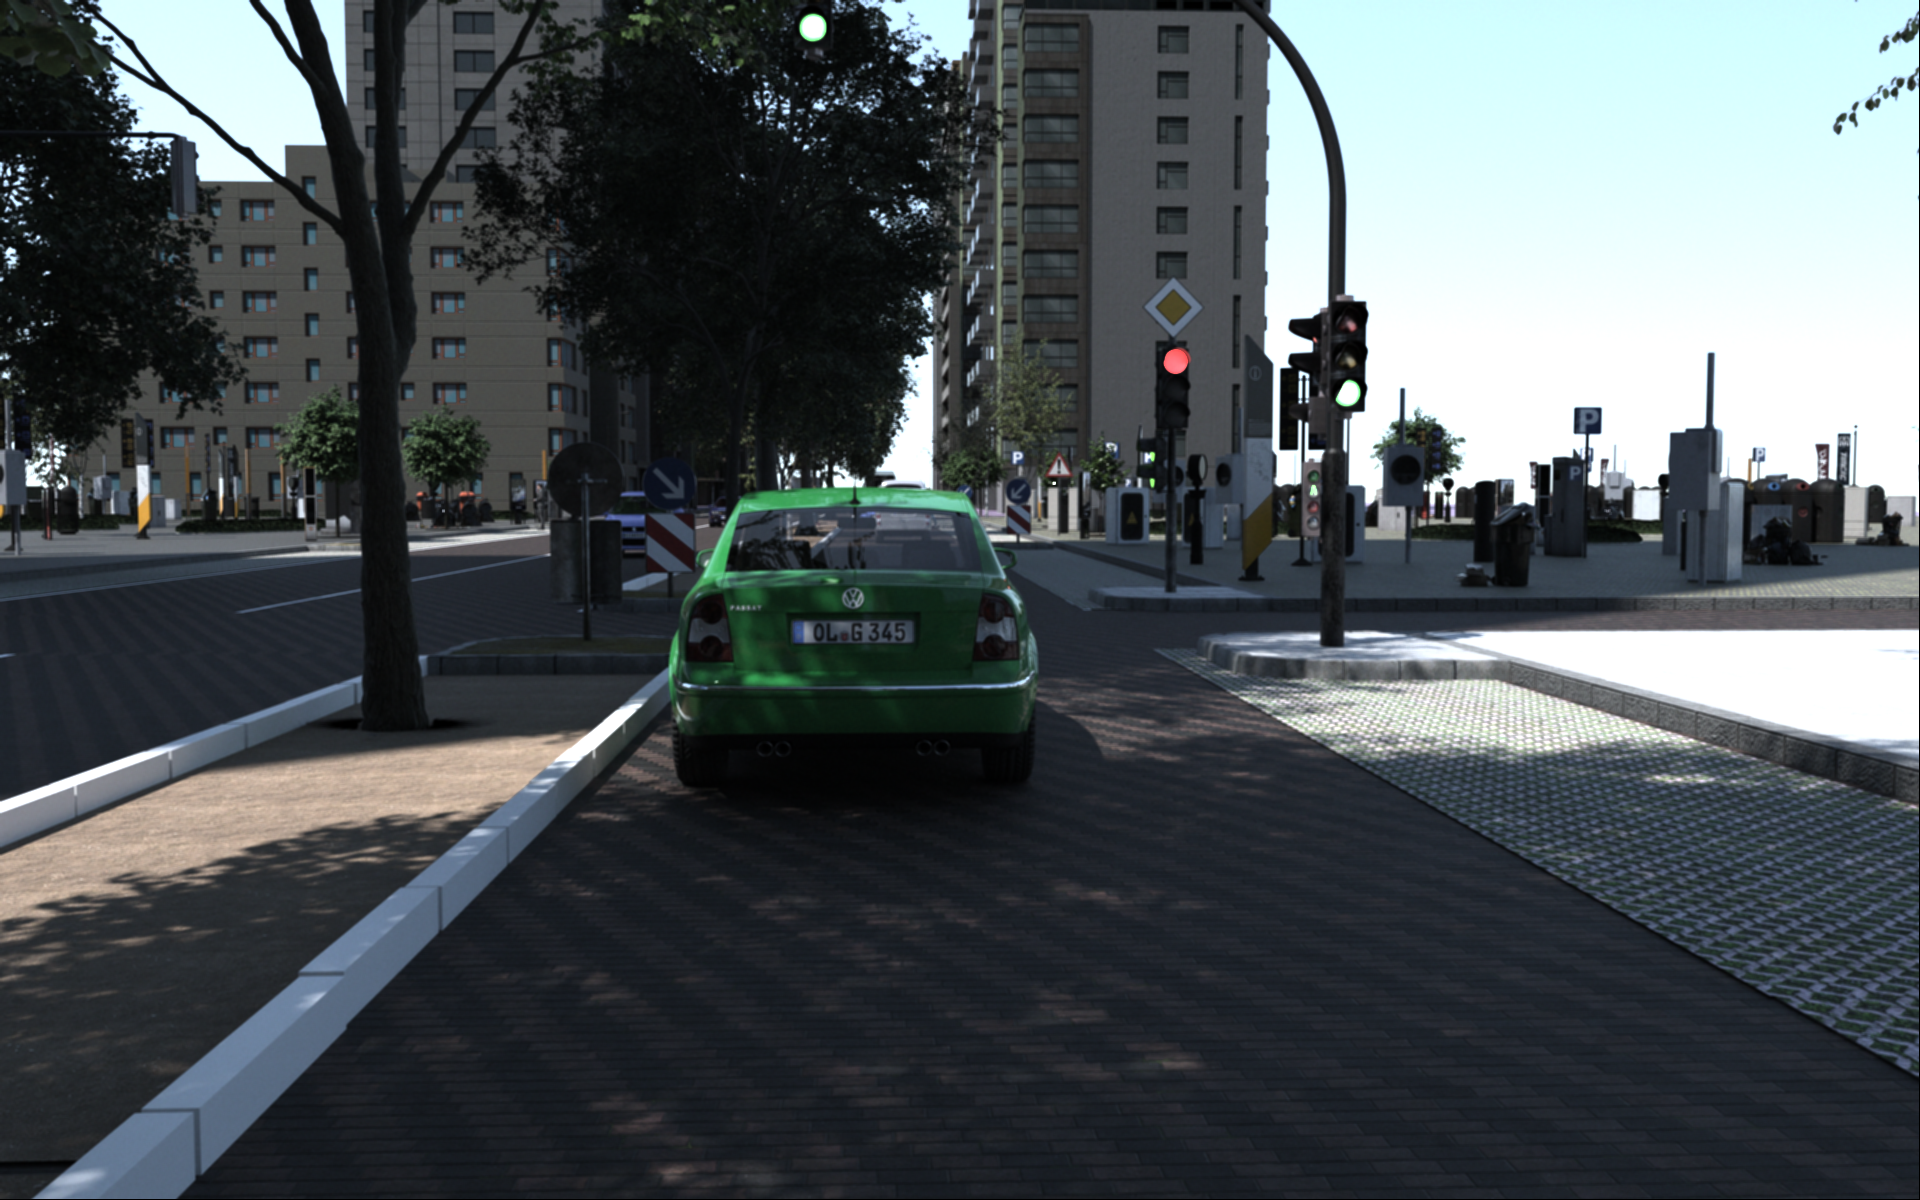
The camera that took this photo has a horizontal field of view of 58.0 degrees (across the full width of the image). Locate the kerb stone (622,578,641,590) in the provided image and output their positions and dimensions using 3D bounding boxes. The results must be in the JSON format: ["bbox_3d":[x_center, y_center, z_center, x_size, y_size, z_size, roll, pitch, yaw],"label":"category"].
[{"bbox_3d":[-4.790,-0.176,25.080,0.120,0.150,1.000,0,4,-3],"label":"kerb stone"}]

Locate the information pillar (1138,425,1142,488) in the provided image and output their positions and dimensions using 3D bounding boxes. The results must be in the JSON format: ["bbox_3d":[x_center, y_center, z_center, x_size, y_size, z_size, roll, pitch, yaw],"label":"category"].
[{"bbox_3d":[6.045,-4.091,58.247,0.183,3.616,0.504,1,4,11],"label":"information pillar"}]

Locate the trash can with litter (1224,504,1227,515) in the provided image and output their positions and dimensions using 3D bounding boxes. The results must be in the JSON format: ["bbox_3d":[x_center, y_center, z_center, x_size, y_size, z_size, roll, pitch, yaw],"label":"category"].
[{"bbox_3d":[9.113,-2.735,56.108,1.055,1.170,0.624,0,4,1],"label":"trash can with litter"}]

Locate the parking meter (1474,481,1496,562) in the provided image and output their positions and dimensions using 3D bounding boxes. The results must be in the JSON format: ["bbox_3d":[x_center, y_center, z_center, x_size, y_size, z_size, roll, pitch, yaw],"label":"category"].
[{"bbox_3d":[9.917,-1.488,32.738,0.372,1.533,0.369,0,3,0],"label":"parking meter"}]

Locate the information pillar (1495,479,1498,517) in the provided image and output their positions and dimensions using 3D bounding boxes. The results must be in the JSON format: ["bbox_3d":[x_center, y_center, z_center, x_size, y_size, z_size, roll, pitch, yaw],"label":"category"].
[{"bbox_3d":[26.046,-4.849,83.767,0.304,2.012,0.304,0,4,-1],"label":"information pillar"}]

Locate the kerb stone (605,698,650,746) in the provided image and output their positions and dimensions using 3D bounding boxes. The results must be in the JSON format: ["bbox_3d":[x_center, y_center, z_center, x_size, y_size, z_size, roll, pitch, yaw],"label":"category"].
[{"bbox_3d":[-1.979,0.731,10.277,0.120,0.150,1.000,0,4,-3],"label":"kerb stone"}]

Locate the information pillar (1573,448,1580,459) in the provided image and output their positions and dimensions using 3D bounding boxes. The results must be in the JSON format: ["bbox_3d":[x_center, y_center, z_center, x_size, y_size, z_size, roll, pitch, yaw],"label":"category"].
[{"bbox_3d":[31.349,-5.923,88.195,0.504,3.616,0.183,-2,4,-34],"label":"information pillar"}]

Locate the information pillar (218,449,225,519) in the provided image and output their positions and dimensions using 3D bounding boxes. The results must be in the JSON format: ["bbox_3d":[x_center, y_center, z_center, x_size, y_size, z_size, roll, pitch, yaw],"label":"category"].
[{"bbox_3d":[-38.316,-6.026,89.878,0.183,3.616,0.504,-3,5,-44],"label":"information pillar"}]

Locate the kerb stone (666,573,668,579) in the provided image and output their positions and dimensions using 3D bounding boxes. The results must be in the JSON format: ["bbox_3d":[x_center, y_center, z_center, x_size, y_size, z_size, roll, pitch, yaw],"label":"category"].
[{"bbox_3d":[-4.991,-0.423,29.174,0.120,0.150,1.000,0,4,-3],"label":"kerb stone"}]

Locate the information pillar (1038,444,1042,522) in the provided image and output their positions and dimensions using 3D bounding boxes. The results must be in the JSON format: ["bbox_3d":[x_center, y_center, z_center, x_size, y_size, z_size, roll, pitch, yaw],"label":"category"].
[{"bbox_3d":[3.715,-5.485,81.031,0.183,3.616,0.504,0,4,-4],"label":"information pillar"}]

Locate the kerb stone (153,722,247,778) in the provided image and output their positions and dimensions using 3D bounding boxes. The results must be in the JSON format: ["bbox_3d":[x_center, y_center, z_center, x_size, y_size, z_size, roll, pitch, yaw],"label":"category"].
[{"bbox_3d":[-4.027,0.797,9.161,0.120,0.150,1.000,0,4,-3],"label":"kerb stone"}]

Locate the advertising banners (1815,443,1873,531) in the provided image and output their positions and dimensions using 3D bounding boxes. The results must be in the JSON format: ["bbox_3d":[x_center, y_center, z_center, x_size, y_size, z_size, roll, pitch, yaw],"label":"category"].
[{"bbox_3d":[30.563,-3.900,59.954,2.074,3.025,0.090,0,4,-2],"label":"advertising banners"}]

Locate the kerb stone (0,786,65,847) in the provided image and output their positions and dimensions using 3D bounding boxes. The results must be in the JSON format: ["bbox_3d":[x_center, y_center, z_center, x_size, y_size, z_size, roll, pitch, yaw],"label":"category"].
[{"bbox_3d":[-3.930,0.922,7.119,0.120,0.150,1.000,0,4,-3],"label":"kerb stone"}]

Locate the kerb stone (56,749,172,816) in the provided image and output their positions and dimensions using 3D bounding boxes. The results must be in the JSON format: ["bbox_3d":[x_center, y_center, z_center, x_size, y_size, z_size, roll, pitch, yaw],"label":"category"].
[{"bbox_3d":[-3.982,0.860,8.140,0.120,0.150,1.000,0,4,-3],"label":"kerb stone"}]

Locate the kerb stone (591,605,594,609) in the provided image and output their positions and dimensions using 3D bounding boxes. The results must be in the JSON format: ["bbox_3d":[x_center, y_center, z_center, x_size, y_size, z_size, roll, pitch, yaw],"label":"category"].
[{"bbox_3d":[-4.652,0.011,22.011,0.120,0.150,1.000,0,4,-3],"label":"kerb stone"}]

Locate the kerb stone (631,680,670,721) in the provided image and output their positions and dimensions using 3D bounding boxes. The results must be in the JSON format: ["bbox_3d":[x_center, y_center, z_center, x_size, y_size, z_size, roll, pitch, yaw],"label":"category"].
[{"bbox_3d":[-2.034,0.666,11.314,0.120,0.150,1.000,0,4,-3],"label":"kerb stone"}]

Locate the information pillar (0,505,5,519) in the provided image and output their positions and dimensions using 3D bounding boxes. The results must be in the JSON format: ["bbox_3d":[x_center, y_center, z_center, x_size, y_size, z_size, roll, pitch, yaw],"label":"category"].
[{"bbox_3d":[-38.396,-4.770,69.348,0.183,3.616,0.504,-3,5,-44],"label":"information pillar"}]

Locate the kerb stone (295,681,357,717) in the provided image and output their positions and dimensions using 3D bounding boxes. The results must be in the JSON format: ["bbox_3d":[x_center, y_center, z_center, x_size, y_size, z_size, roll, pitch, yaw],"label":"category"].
[{"bbox_3d":[-4.136,0.674,11.219,0.120,0.150,1.000,0,4,-3],"label":"kerb stone"}]

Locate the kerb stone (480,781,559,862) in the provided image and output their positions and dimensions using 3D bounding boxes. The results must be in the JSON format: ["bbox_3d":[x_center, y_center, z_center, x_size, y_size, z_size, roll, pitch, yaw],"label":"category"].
[{"bbox_3d":[-1.831,0.921,7.200,0.120,0.150,1.000,0,4,-3],"label":"kerb stone"}]

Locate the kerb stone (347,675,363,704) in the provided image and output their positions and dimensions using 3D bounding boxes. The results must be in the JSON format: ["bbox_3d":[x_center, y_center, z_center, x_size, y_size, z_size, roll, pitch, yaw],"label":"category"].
[{"bbox_3d":[-4.174,0.609,12.247,0.120,0.150,1.000,0,4,-3],"label":"kerb stone"}]

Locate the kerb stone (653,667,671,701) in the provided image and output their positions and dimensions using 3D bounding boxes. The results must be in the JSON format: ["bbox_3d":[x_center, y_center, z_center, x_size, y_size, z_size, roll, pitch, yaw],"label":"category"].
[{"bbox_3d":[-2.084,0.604,12.343,0.120,0.150,1.000,0,4,-3],"label":"kerb stone"}]

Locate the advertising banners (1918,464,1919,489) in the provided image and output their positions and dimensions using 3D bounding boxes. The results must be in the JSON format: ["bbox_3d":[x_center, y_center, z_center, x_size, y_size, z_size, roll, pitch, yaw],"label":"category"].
[{"bbox_3d":[56.029,-6.337,99.800,0.090,3.025,2.074,-1,4,-18],"label":"advertising banners"}]

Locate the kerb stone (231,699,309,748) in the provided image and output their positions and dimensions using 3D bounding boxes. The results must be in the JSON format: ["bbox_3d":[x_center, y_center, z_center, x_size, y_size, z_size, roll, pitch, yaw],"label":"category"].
[{"bbox_3d":[-4.073,0.734,10.195,0.120,0.150,1.000,0,4,-3],"label":"kerb stone"}]

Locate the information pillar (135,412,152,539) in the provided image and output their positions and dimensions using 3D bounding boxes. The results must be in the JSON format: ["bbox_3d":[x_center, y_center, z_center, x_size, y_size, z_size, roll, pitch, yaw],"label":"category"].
[{"bbox_3d":[-23.269,-3.548,49.364,0.504,3.616,0.183,2,4,26],"label":"information pillar"}]

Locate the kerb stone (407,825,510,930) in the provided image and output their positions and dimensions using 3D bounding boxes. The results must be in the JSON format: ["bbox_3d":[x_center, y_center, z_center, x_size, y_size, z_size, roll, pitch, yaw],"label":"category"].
[{"bbox_3d":[-1.783,0.983,6.178,0.120,0.150,1.000,0,4,-3],"label":"kerb stone"}]

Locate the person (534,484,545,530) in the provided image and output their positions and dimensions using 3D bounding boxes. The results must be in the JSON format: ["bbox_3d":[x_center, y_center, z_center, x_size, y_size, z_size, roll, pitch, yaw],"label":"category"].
[{"bbox_3d":[-16.717,-3.703,68.852,0.447,1.846,0.655,-1,4,-9],"label":"person"}]

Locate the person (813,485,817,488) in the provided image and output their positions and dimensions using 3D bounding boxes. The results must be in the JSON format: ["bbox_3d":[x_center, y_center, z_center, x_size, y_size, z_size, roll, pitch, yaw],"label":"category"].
[{"bbox_3d":[-6.557,-4.266,78.259,0.555,1.821,0.388,-1,4,-22],"label":"person"}]

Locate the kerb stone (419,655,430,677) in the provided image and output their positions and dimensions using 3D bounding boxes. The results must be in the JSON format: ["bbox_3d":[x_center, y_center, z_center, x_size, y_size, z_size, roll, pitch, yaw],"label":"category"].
[{"bbox_3d":[-4.230,0.546,13.270,0.120,0.150,1.000,0,4,-3],"label":"kerb stone"}]

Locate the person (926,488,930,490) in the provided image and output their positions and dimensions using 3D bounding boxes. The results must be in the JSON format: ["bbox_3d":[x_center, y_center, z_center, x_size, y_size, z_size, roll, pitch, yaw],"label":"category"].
[{"bbox_3d":[-1.378,-4.199,77.988,0.563,1.720,0.643,-3,5,-44],"label":"person"}]

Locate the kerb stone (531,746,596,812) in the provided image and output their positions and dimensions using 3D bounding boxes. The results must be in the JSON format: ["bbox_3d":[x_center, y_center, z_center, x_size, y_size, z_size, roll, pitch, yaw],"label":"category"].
[{"bbox_3d":[-1.883,0.855,8.222,0.120,0.150,1.000,0,4,-3],"label":"kerb stone"}]

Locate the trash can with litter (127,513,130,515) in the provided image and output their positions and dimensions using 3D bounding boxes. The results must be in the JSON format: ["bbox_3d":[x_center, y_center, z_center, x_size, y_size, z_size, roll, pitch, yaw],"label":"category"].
[{"bbox_3d":[-41.209,-4.600,86.591,0.624,1.170,1.055,3,5,44],"label":"trash can with litter"}]

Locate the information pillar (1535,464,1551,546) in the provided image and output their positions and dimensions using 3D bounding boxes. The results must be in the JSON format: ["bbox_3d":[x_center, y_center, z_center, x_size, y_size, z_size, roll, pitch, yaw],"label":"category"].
[{"bbox_3d":[14.334,-2.332,42.622,0.304,2.012,0.304,0,4,3],"label":"information pillar"}]

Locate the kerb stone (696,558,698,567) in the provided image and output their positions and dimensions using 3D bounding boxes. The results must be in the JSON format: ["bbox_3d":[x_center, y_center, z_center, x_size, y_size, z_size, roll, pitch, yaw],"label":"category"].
[{"bbox_3d":[-5.286,-0.798,35.315,0.120,0.150,1.000,0,4,-3],"label":"kerb stone"}]

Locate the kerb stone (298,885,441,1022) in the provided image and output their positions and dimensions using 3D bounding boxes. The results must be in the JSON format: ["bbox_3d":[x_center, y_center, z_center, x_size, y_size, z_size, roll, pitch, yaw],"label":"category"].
[{"bbox_3d":[-1.740,1.042,5.154,0.120,0.150,1.000,0,4,-3],"label":"kerb stone"}]

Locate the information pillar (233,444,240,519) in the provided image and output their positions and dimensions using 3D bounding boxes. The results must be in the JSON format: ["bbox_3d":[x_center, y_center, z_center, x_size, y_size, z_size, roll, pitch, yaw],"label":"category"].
[{"bbox_3d":[-34.170,-5.531,81.781,0.183,3.616,0.504,0,4,-5],"label":"information pillar"}]

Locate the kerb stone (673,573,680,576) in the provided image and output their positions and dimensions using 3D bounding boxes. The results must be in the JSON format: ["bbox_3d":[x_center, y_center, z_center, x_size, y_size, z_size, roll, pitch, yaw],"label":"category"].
[{"bbox_3d":[-5.038,-0.489,30.194,0.120,0.150,1.000,0,4,-3],"label":"kerb stone"}]

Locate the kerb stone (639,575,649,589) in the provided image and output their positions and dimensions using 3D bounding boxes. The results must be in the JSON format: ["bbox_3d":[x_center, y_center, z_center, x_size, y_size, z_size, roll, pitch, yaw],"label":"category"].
[{"bbox_3d":[-4.845,-0.239,26.100,0.120,0.150,1.000,0,4,-3],"label":"kerb stone"}]

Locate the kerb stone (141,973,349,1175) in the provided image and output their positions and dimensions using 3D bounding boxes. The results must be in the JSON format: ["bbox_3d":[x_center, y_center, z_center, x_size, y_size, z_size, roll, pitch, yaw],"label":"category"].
[{"bbox_3d":[-1.679,1.111,4.134,0.120,0.150,1.000,0,4,-3],"label":"kerb stone"}]

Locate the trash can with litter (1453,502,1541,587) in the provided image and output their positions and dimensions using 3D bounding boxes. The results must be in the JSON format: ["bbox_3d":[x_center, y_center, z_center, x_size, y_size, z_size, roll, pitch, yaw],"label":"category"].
[{"bbox_3d":[7.467,-0.777,24.088,1.055,1.170,0.624,0,4,-5],"label":"trash can with litter"}]

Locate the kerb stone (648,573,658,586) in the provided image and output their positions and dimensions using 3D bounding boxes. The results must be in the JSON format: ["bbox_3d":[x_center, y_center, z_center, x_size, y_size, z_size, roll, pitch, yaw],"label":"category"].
[{"bbox_3d":[-4.886,-0.301,27.121,0.120,0.150,1.000,0,4,-3],"label":"kerb stone"}]

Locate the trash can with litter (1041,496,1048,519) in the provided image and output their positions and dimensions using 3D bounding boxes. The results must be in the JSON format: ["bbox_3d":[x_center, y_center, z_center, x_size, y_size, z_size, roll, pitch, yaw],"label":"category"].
[{"bbox_3d":[4.600,-4.830,90.364,0.624,1.170,1.055,1,4,18],"label":"trash can with litter"}]

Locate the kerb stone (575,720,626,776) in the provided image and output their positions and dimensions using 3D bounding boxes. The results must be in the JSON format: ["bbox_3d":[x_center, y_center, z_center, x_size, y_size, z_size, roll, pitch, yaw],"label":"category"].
[{"bbox_3d":[-1.928,0.795,9.247,0.120,0.150,1.000,0,4,-3],"label":"kerb stone"}]

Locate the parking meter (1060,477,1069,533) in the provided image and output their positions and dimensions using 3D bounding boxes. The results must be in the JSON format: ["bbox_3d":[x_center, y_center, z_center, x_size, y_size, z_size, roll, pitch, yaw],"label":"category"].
[{"bbox_3d":[3.390,-3.117,56.682,0.255,1.863,0.399,-1,4,-12],"label":"parking meter"}]

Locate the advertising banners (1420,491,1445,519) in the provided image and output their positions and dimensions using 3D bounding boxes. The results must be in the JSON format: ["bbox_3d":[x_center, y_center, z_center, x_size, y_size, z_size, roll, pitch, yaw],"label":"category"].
[{"bbox_3d":[23.714,-5.622,88.114,2.074,3.025,0.090,-1,4,-10],"label":"advertising banners"}]

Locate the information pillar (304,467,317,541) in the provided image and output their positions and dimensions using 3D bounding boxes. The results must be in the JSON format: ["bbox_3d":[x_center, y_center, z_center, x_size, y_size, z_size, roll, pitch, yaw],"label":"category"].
[{"bbox_3d":[-17.707,-2.613,47.212,0.304,2.012,0.304,-1,4,-21],"label":"information pillar"}]

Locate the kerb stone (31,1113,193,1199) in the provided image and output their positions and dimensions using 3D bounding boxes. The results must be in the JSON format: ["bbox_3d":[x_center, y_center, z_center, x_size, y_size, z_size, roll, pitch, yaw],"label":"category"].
[{"bbox_3d":[-1.633,1.173,3.113,0.120,0.150,1.000,0,4,-3],"label":"kerb stone"}]

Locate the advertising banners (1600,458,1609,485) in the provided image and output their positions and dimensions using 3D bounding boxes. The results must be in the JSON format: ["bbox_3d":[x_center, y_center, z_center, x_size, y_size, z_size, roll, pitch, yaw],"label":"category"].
[{"bbox_3d":[30.966,-5.427,84.922,2.074,3.025,0.090,-1,4,-19],"label":"advertising banners"}]

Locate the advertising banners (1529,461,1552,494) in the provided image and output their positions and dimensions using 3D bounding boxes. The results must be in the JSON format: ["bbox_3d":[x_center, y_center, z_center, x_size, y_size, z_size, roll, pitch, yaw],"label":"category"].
[{"bbox_3d":[31.418,-5.915,92.902,2.074,3.025,0.090,-1,4,-13],"label":"advertising banners"}]

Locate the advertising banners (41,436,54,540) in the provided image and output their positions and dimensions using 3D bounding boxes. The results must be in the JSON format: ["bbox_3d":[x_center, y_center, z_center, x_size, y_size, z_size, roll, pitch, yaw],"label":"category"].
[{"bbox_3d":[-25.539,-3.198,48.480,0.090,3.025,2.074,-3,4,-36],"label":"advertising banners"}]

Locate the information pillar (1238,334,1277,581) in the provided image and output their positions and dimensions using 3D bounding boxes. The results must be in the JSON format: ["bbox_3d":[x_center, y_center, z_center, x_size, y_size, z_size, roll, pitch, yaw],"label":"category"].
[{"bbox_3d":[4.398,-2.096,25.622,0.504,3.616,0.183,-2,4,-27],"label":"information pillar"}]

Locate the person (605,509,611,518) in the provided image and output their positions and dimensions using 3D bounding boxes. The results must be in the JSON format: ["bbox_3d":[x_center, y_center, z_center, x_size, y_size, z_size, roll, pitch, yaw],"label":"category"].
[{"bbox_3d":[-16.485,-4.461,81.613,0.709,1.800,0.728,2,4,33],"label":"person"}]

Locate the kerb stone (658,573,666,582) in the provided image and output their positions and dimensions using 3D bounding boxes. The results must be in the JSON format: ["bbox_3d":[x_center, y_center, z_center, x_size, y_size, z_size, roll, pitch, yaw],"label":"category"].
[{"bbox_3d":[-4.939,-0.364,28.142,0.120,0.150,1.000,0,4,-3],"label":"kerb stone"}]

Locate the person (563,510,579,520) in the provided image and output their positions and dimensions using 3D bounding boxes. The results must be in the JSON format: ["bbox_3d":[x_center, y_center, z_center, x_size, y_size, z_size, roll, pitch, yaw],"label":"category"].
[{"bbox_3d":[-9.698,-2.123,43.401,0.537,1.800,0.526,-2,4,-27],"label":"person"}]
